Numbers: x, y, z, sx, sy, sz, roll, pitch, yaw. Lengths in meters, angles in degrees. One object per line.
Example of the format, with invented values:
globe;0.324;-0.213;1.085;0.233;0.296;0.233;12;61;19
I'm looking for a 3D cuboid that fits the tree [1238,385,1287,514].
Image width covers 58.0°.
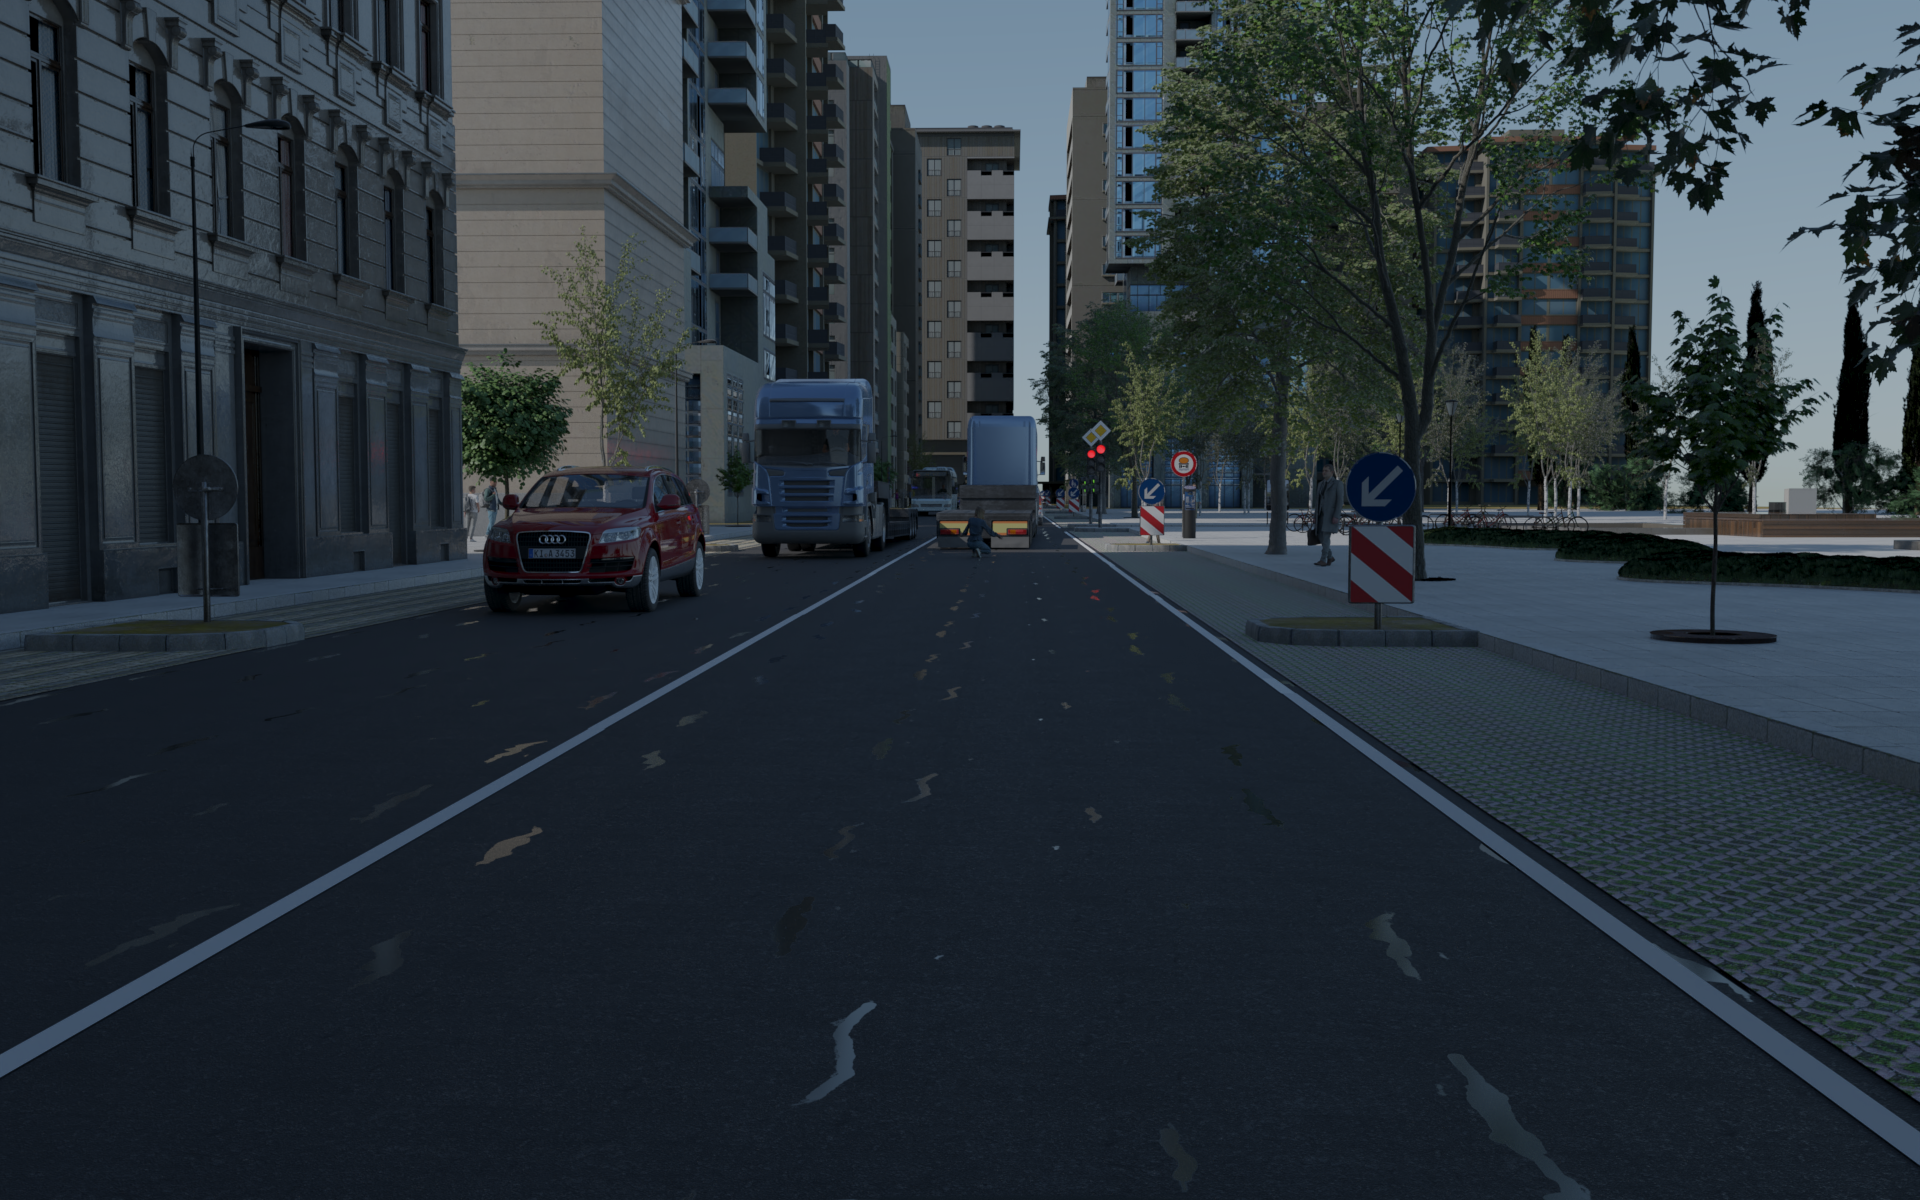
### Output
tree;17.943;-9.677;108.582;4.360;8.622;3.978;0;3;0

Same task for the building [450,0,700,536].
building;-21.452;-16.568;58.273;23.554;28.519;14.401;0;4;2

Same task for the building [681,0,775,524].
building;-20.914;-47.449;88.469;22.319;86.520;31.000;0;4;2

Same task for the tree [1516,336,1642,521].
tree;29.003;-8.020;81.496;4.360;8.622;3.978;0;3;0

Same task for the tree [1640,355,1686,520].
tree;35.625;-8.378;87.350;4.360;8.622;3.978;0;3;0

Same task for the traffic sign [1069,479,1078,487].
traffic sign;9.442;-8.790;143.824;0.768;2.556;0.104;0;4;7

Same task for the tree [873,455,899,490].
tree;-6.801;-9.879;145.234;4.285;4.588;4.351;0;3;0

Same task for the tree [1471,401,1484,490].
tree;33.446;-9.234;101.335;4.737;8.622;4.395;0;3;0

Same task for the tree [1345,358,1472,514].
tree;23.322;-8.568;90.447;4.737;8.622;4.395;0;3;0

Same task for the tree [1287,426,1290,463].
tree;23.433;-11.067;131.303;4.360;8.622;3.978;0;3;0

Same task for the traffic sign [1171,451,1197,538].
traffic sign;6.586;-3.114;51.013;0.768;2.556;0.104;1;4;9

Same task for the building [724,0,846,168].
building;-20.204;-28.988;128.579;22.147;44.769;28.867;0;4;2

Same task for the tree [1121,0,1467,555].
tree;7.025;-7.259;36.813;7.486;12.596;7.792;0;3;0

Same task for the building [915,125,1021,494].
building;-3.031;-40.238;247.126;27.495;52.752;28.713;0;4;2

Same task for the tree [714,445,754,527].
tree;-8.832;-4.474;67.747;1.663;3.219;1.824;0;3;0

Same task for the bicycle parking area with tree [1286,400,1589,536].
bicycle parking area with tree;15.018;-4.188;55.472;9.016;4.147;8.231;1;4;11

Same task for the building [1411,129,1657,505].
building;69.629;-34.021;210.863;28.867;44.769;22.147;0;4;2

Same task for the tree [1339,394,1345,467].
tree;25.481;-9.874;111.795;4.737;8.622;4.395;0;3;0

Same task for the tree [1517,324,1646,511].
tree;50.822;-14.461;138.257;13.155;14.587;18.604;1;4;13

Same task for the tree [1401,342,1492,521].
tree;23.475;-8.159;83.769;4.360;8.622;3.978;0;3;0

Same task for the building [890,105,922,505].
building;-15.708;-36.044;213.021;21.600;48.544;21.300;0;4;2

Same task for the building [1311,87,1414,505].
building;43.533;-35.935;211.242;21.600;48.544;21.300;0;4;2

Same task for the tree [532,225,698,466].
tree;-9.689;-5.994;48.363;4.737;8.622;4.395;0;3;0

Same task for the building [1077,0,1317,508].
building;23.271;-52.466;170.493;22.319;86.520;31.000;0;4;2

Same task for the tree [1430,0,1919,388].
tree;6.451;-5.407;5.421;9.611;12.733;9.660;0;3;0

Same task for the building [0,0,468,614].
building;-14.703;-10.748;24.887;9.793;20.994;18.267;0;4;2

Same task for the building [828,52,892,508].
building;-13.713;-28.959;157.074;14.154;41.232;14.086;0;4;2

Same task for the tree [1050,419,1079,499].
tree;10.019;-12.134;148.757;4.737;8.622;4.395;0;3;0

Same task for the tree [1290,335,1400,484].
tree;17.234;-7.785;77.654;4.360;8.622;3.978;0;3;0

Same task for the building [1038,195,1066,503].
building;25.084;-36.054;244.104;28.867;44.769;22.147;0;4;2

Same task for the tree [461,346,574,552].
tree;-10.184;-3.360;38.649;4.285;4.588;4.351;0;3;0

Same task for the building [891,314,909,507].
building;-19.989;-20.475;179.804;27.650;21.520;28.899;0;4;2

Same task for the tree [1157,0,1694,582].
tree;6.789;-6.104;25.560;9.928;11.665;9.643;0;3;0

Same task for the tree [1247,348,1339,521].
tree;16.646;-8.444;88.415;4.737;8.622;4.395;0;3;0

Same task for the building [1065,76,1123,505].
building;23.101;-35.120;197.921;21.300;48.544;21.600;0;4;2

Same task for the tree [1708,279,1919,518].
tree;54.589;-12.666;108.907;18.604;14.587;13.155;1;4;10

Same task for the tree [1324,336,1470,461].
tree;25.070;-10.069;99.043;8.767;10.594;7.601;-1;4;-15

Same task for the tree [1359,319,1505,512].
tree;32.277;-12.886;121.059;12.009;13.543;11.850;0;3;0

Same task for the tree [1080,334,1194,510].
tree;8.644;-7.928;79.990;4.737;8.622;4.395;0;3;0

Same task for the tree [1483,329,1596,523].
tree;25.961;-7.715;76.495;4.737;8.622;4.395;0;3;0

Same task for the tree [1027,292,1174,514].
tree;9.143;-12.512;111.232;9.857;13.997;8.962;0;3;0

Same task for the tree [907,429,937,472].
tree;-4.806;-15.097;197.201;4.737;8.622;4.395;0;3;0

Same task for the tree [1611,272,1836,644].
tree;6.547;-1.266;15.295;1.663;3.219;1.824;0;3;0
